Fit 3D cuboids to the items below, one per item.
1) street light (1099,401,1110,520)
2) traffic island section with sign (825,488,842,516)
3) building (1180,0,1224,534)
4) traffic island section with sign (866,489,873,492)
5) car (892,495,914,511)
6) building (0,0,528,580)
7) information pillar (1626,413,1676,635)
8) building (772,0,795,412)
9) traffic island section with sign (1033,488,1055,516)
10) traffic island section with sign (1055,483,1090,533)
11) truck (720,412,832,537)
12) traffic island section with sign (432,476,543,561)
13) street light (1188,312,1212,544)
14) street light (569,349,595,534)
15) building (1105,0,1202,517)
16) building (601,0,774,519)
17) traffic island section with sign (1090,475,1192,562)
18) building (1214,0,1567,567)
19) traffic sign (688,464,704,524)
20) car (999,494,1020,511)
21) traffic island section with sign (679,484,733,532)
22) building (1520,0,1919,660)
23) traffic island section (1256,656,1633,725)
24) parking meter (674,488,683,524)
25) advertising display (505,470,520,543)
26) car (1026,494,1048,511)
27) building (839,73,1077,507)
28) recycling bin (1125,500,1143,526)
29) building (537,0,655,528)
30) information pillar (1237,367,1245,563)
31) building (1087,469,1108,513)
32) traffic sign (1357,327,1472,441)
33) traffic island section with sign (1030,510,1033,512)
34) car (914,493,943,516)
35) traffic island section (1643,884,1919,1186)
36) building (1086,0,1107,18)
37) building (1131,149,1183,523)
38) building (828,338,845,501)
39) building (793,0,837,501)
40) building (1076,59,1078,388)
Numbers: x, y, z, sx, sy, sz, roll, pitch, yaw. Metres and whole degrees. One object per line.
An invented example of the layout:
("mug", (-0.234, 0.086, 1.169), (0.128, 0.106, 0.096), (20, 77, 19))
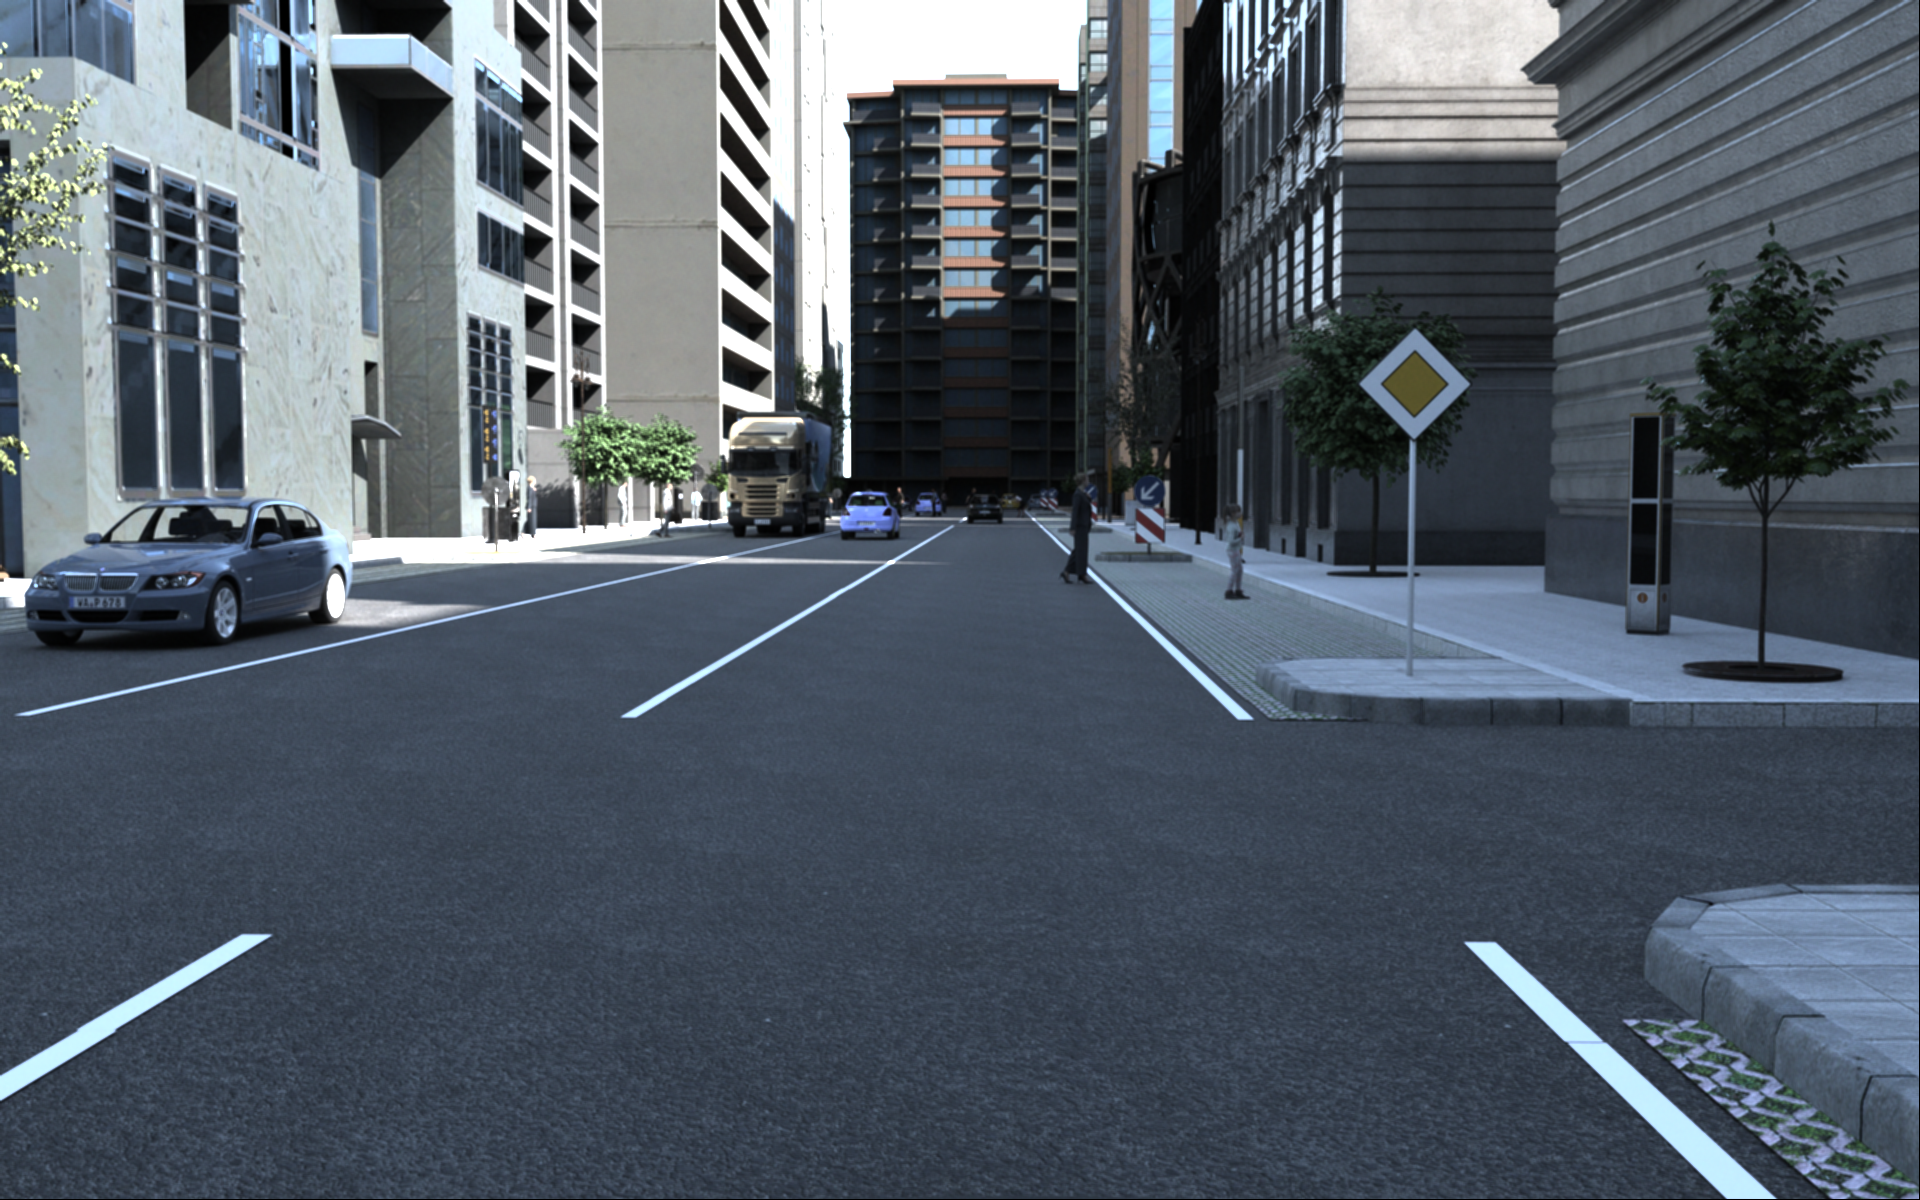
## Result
("street light", (7.186, -6.947, 86.375), (0.468, 5.910, 1.993), (0, 4, 2))
("traffic island section with sign", (-8.107, -6.489, 114.722), (1.989, 1.847, 2.006), (0, 4, 2))
("building", (14.252, -13.891, 56.803), (12.332, 23.373, 15.834), (0, 4, 2))
("traffic island section with sign", (-7.381, -8.137, 141.668), (1.989, 1.847, 2.006), (0, 4, 2))
("car", (-4.830, -8.094, 144.916), (1.945, 1.354, 3.894), (0, 4, 1))
("building", (-23.759, -44.427, 39.060), (22.319, 86.520, 31.000), (0, 4, 2))
("information pillar", (6.316, -0.694, 15.844), (0.304, 2.012, 0.304), (3, 5, 43))
("building", (-18.924, -28.536, 116.672), (14.600, 45.320, 14.200), (0, 4, 2))
("traffic island section with sign", (5.999, -6.463, 114.305), (1.989, 1.847, 2.006), (0, 4, 2))
("traffic island section with sign", (4.658, -3.423, 64.595), (1.989, 1.847, 2.006), (0, 4, 2))
("truck", (-6.290, -4.417, 61.125), (2.839, 4.237, 11.283), (0, 4, 1))
("traffic island section with sign", (-10.204, -1.777, 37.680), (1.989, 1.847, 2.006), (0, 4, 2))
("street light", (6.081, -4.359, 44.065), (0.468, 5.910, 1.993), (0, 4, 2))
("street light", (-12.021, -5.041, 55.206), (0.468, 5.910, 1.993), (0, 4, 2))
("building", (15.966, -27.646, 102.127), (14.600, 45.320, 14.200), (0, 4, 2))
("building", (-22.704, -29.046, 98.604), (21.300, 48.544, 21.600), (0, 4, 2))
("traffic island section with sign", (3.898, -1.743, 37.130), (1.989, 1.847, 2.006), (0, 4, 2))
("building", (11.628, -11.623, 39.182), (9.793, 20.994, 18.267), (0, 4, 2))
("traffic sign", (-11.229, -4.488, 73.488), (0.768, 2.556, 0.104), (0, 4, 4))
("car", (4.316, -8.465, 148.619), (2.015, 1.641, 3.980), (0, 4, 3))
("traffic island section with sign", (-9.457, -3.466, 65.296), (1.989, 1.847, 2.006), (0, 4, 2))
("building", (16.781, -11.507, 17.021), (19.941, 23.489, 11.050), (0, 4, 2))
("traffic island section", (3.213, 0.616, 12.209), (2.009, 0.180, 2.903), (0, 4, 2))
("parking meter", (-11.903, -3.962, 73.194), (0.372, 1.533, 0.369), (0, 3, 0))
("advertising display", (-11.879, -2.496, 46.020), (0.123, 1.923, 0.974), (0, 4, 1))
("car", (6.682, -8.322, 148.069), (2.014, 1.417, 4.499), (0, 4, 1))
("building", (1.048, -32.335, 183.303), (28.867, 44.769, 22.147), (0, 4, 2))
("recycling bin", (7.116, -3.527, 70.218), (0.722, 1.027, 0.722), (1, 4, 19))
("building", (-24.371, -38.841, 73.299), (20.563, 71.187, 20.611), (0, 4, 2))
("information pillar", (5.220, -2.502, 32.256), (0.183, 3.616, 0.504), (0, 4, 6))
("building", (25.370, -26.252, 121.096), (32.217, 40.220, 23.993), (0, 4, 2))
("traffic sign", (3.189, -0.608, 12.127), (0.795, 2.593, 0.064), (0, 4, 2))
("traffic island section with sign", (6.732, -8.111, 141.250), (1.989, 1.847, 2.006), (0, 4, 2))
("car", (-2.062, -6.368, 113.708), (1.945, 1.707, 3.694), (0, 4, 0))
("traffic island section", (2.995, 1.104, 4.227), (2.009, 0.180, 2.903), (0, 4, 2))
("building", (17.103, -27.948, 140.549), (14.154, 41.232, 14.086), (0, 4, 2))
("building", (16.183, -12.925, 78.775), (16.820, 18.784, 16.811), (0, 4, 2))
("building", (-28.164, -20.900, 186.759), (28.899, 21.520, 27.650), (0, 4, 2))
("building", (-24.829, -34.217, 148.679), (27.495, 52.752, 28.713), (0, 4, 2))
("building", (17.370, -28.808, 154.606), (14.154, 41.232, 14.086), (0, 4, 2))
